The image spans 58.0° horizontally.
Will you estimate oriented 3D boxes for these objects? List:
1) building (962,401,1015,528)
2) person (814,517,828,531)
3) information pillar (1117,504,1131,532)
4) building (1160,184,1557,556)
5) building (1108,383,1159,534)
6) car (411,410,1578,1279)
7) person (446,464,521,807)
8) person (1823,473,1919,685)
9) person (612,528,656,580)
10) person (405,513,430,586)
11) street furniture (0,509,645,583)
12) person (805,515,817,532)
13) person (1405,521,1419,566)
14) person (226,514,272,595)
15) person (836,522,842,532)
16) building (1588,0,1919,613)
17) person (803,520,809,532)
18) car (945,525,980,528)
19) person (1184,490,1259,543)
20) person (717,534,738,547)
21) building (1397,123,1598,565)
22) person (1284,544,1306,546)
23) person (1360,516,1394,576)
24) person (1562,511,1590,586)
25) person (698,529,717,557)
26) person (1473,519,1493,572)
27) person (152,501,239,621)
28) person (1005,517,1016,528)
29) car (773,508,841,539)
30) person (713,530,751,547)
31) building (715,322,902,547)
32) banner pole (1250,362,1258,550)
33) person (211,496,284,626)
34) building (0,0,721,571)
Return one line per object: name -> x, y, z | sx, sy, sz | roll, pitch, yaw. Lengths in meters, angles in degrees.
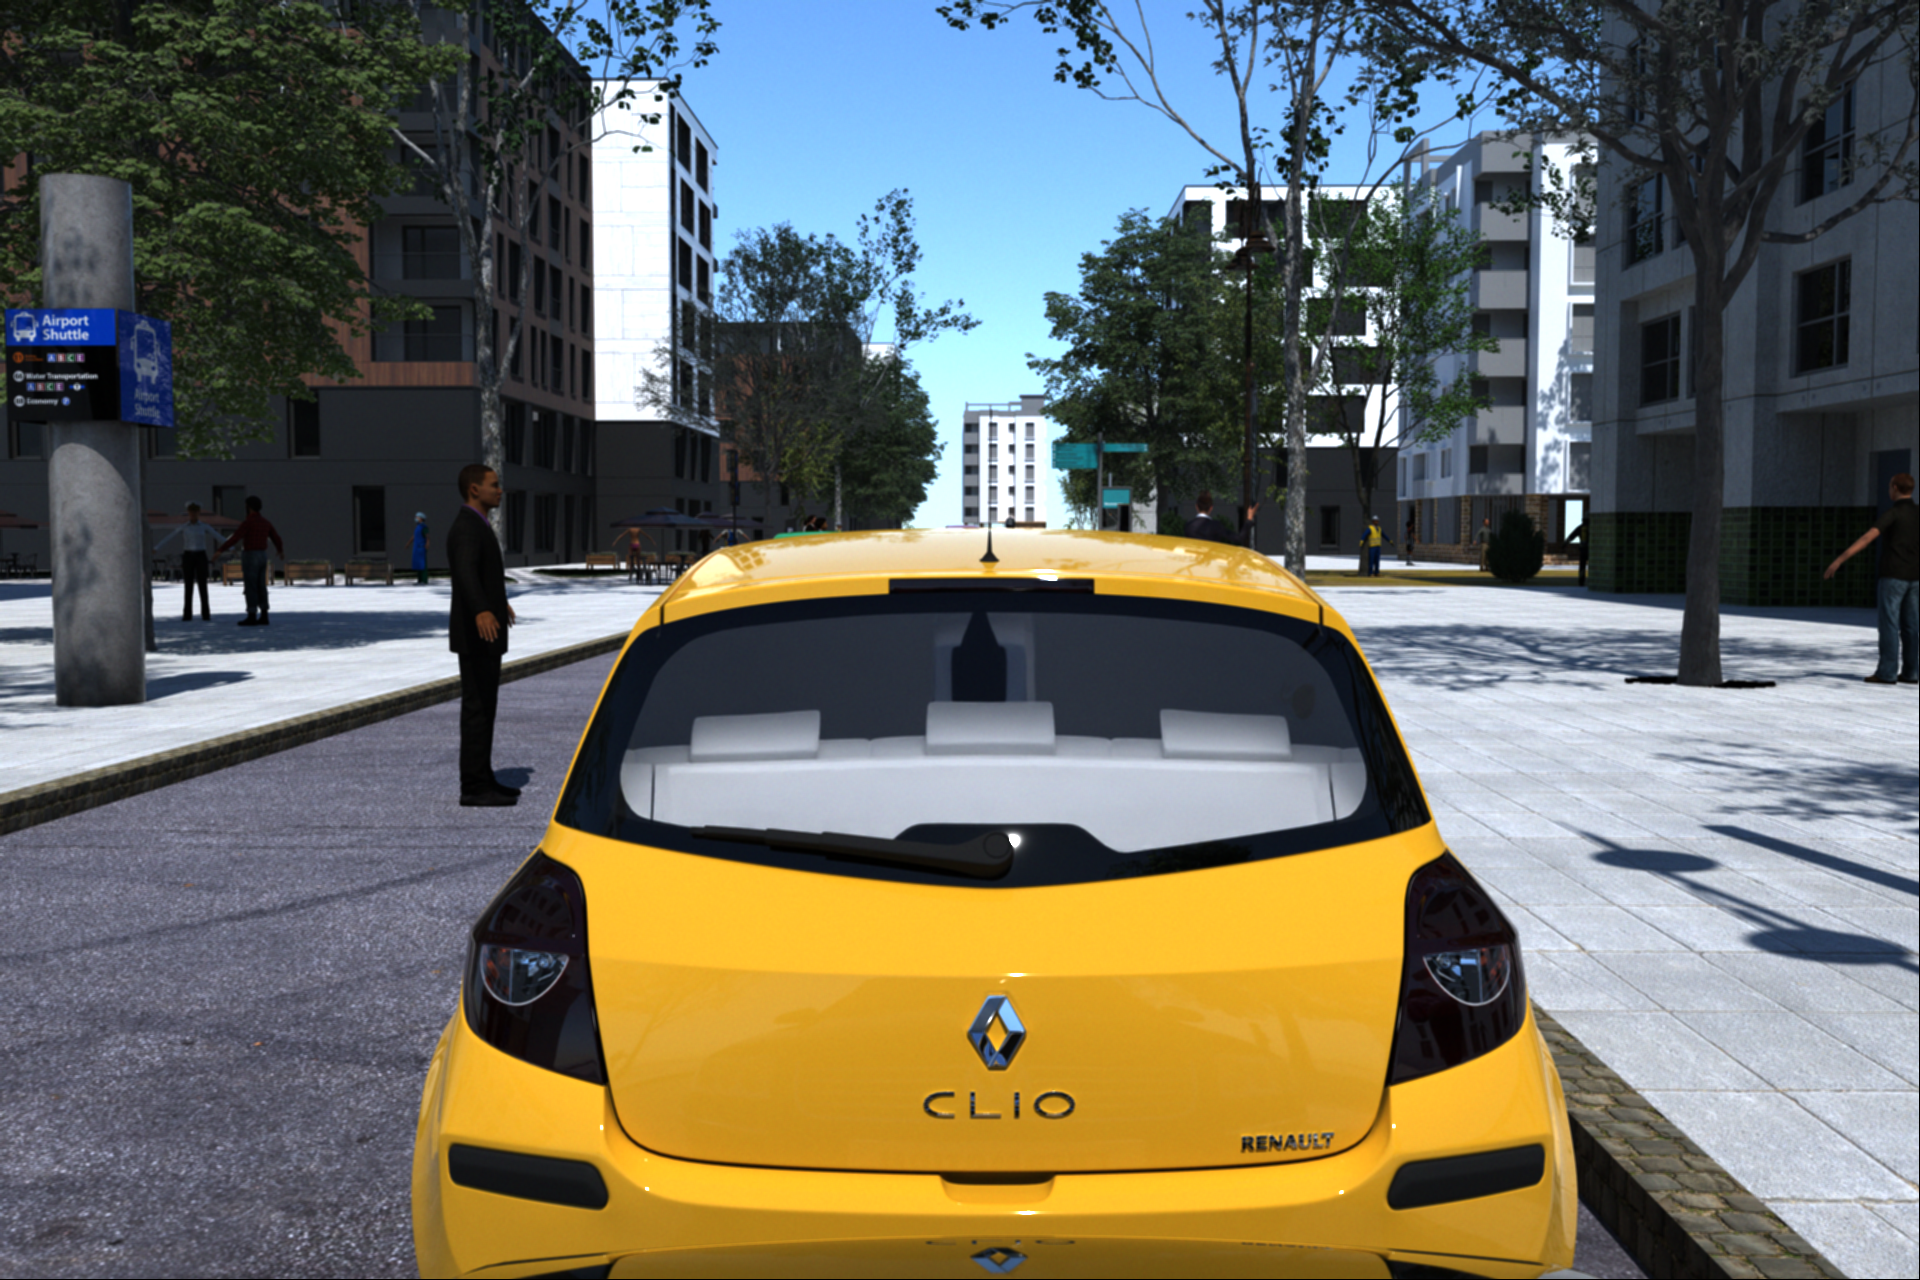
building -> 0.699, -23.207, 238.306 | 11.380, 20.090, 16.016 | 0, 4, -4
person -> -2.500, -1.417, 32.347 | 0.721, 1.740, 1.216 | -1, 4, -13
information pillar -> 3.990, -2.307, 42.209 | 0.304, 2.012, 0.304 | 0, 4, 1
building -> 27.343, -16.750, 117.842 | 27.936, 21.610, 32.646 | 0, 4, 1
building -> 26.887, -21.059, 210.775 | 16.747, 18.905, 31.486 | 0, 4, 1
car -> 0.050, 0.371, 4.163 | 2.015, 1.641, 3.980 | 0, 3, 0
person -> -2.533, -0.034, 9.234 | 0.704, 1.802, 1.346 | -1, 4, -11
person -> 8.043, -0.529, 14.865 | 1.348, 1.803, 0.705 | -1, 4, -16
person -> -9.131, -2.556, 48.596 | 1.217, 1.733, 0.721 | -1, 4, -13
person -> -13.449, -2.262, 43.112 | 0.704, 1.817, 1.347 | -3, 5, -40
street furniture -> -24.188, -2.866, 51.896 | 27.439, 1.986, 14.083 | 0, 4, 4
person -> -4.044, -2.542, 47.748 | 0.705, 1.806, 1.347 | 1, 4, 21
person -> 18.330, -3.933, 70.446 | 0.704, 1.843, 1.345 | 0, 4, -6
person -> -15.041, -1.830, 36.749 | 1.217, 1.735, 0.721 | -1, 4, -18
person -> -4.778, -3.871, 69.748 | 0.721, 1.772, 1.216 | 0, 4, 7
building -> 22.111, -9.545, 22.511 | 16.747, 18.905, 31.486 | 0, 4, 1
person -> -5.657, -3.557, 64.340 | 0.705, 1.806, 1.347 | 0, 4, -2
car -> 0.124, -3.892, 72.309 | 2.281, 1.827, 5.304 | 0, 4, 2
person -> 2.649, -0.661, 17.655 | 0.742, 1.727, 0.445 | 0, 4, 2
person -> -10.542, -4.471, 78.863 | 0.705, 1.858, 1.354 | 3, 4, 37
building -> 26.713, -13.922, 84.050 | 16.016, 20.090, 11.380 | 0, 4, 1
person -> 13.993, -3.861, 72.394 | 0.991, 1.433, 0.599 | -1, 4, -12
person -> 12.419, -2.803, 51.791 | 1.349, 1.833, 0.705 | -2, 4, -30
person -> 15.438, -2.250, 42.574 | 1.354, 1.856, 0.705 | 3, 5, 42
person -> -10.597, -4.049, 72.345 | 0.704, 1.812, 1.346 | -3, 5, -41
person -> 17.933, -3.229, 59.059 | 1.348, 1.796, 0.705 | -2, 4, -31
person -> -11.322, -1.172, 25.622 | 1.216, 1.778, 0.721 | -1, 4, -18
person -> 1.270, -2.151, 43.396 | 1.354, 1.858, 0.705 | 2, 4, 28
car -> -1.822, -0.859, 22.842 | 1.959, 1.807, 4.718 | 0, 4, 1
person -> -7.719, -3.238, 58.796 | 1.347, 1.847, 0.705 | 0, 4, -7
building -> -21.015, -20.753, 183.289 | 27.936, 21.610, 32.646 | 0, 4, 2
banner pole -> 4.229, -2.144, 25.079 | 0.401, 3.779, 0.863 | 0, 4, 1
person -> -9.923, -1.113, 24.309 | 0.704, 1.816, 1.345 | 1, 4, 20
building -> -27.033, -14.194, 76.051 | 27.936, 21.610, 32.646 | 0, 4, 1
